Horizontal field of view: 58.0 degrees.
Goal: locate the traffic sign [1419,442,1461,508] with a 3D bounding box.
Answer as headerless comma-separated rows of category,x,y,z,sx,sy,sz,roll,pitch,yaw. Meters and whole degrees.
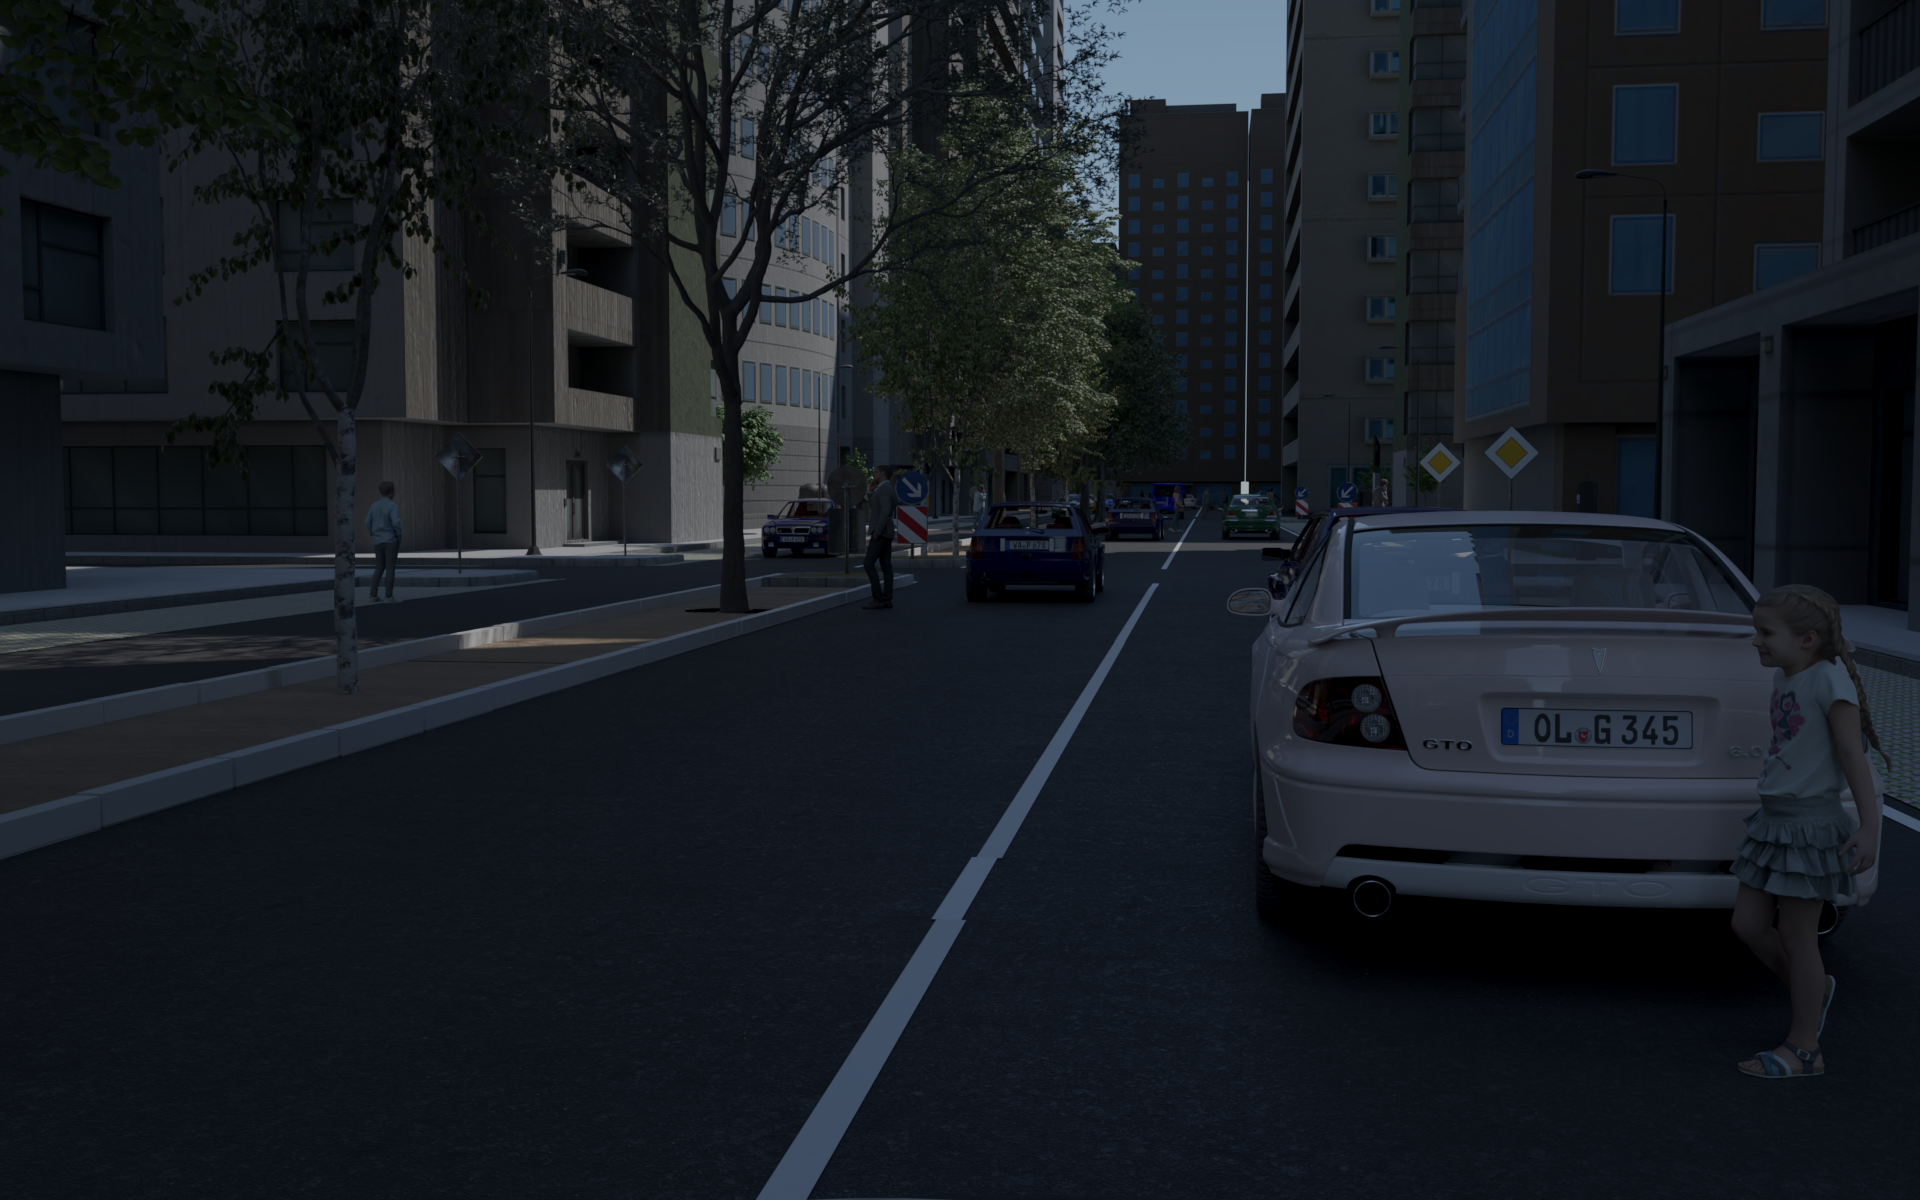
traffic sign,9.250,-1.822,33.439,0.795,2.450,0.064,1,4,8

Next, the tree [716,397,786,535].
tree,-7.160,-4.350,54.842,4.285,4.588,4.351,0,3,0

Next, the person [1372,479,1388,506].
person,11.576,-2.406,47.644,0.447,1.846,0.655,-1,4,-10

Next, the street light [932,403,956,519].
street light,-0.737,-7.122,88.984,1.470,5.913,1.316,1,4,8

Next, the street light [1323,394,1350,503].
street light,17.557,-6.611,80.633,1.470,5.913,1.316,1,4,8

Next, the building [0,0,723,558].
building,-14.710,-16.583,42.841,14.160,30.474,14.107,1,4,8

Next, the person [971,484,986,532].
person,0.698,-3.448,65.132,0.793,1.790,0.793,2,4,30

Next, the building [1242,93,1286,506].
building,39.844,-33.404,196.266,14.200,45.320,14.600,1,4,8

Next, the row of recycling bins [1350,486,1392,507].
row of recycling bins,20.424,-4.701,83.973,3.534,1.692,1.069,2,4,35

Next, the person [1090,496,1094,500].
person,8.825,-6.838,120.827,1.217,1.766,0.721,-1,4,-21

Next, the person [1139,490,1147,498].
person,16.980,-9.319,160.873,0.705,1.822,1.348,-3,5,-39

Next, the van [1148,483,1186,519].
van,12.116,-5.914,101.071,2.240,2.365,5.245,0,4,6

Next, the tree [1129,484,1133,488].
tree,7.881,-8.679,94.727,4.737,8.622,4.395,0,3,0

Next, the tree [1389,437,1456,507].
tree,15.871,-3.953,59.231,1.663,3.219,1.824,0,3,0

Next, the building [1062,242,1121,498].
building,11.517,-26.245,200.800,14.107,30.474,14.160,1,4,8

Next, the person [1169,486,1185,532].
person,8.190,-3.457,65.610,0.643,1.750,0.593,-1,4,-8

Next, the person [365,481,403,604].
person,-7.513,-0.758,22.704,0.589,1.601,0.330,2,4,33

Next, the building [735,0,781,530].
building,-15.884,-32.389,71.559,21.231,58.520,28.212,1,4,8

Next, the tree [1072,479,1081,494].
tree,12.640,-11.778,187.165,1.663,3.219,1.824,0,3,0

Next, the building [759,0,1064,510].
building,-3.862,-38.756,175.651,28.212,58.520,21.231,1,4,8

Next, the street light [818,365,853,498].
street light,-4.548,-5.503,62.516,1.470,5.913,1.316,1,4,8

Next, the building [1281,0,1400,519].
building,29.117,-28.821,94.927,21.300,48.544,21.600,1,4,8

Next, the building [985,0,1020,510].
building,-7.495,-30.525,122.783,21.300,48.544,21.600,1,4,8

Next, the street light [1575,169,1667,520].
street light,9.502,-3.201,24.883,1.470,5.913,1.316,1,4,8

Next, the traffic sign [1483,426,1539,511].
traffic sign,8.109,-1.339,25.536,0.795,2.450,0.064,1,4,8

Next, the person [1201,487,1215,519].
person,13.993,-5.470,98.063,0.853,1.813,0.709,2,4,32

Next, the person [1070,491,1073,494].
person,7.407,-6.472,115.038,1.217,1.743,0.721,1,4,10

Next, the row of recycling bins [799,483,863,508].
row of recycling bins,-5.106,-3.620,66.299,1.069,1.692,3.534,2,4,25

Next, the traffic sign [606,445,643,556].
traffic sign,-6.925,-1.966,35.785,0.795,2.450,0.064,1,4,8

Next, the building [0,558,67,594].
building,-18.483,-15.204,20.292,14.107,30.474,14.160,1,4,8

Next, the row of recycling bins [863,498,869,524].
row of recycling bins,-3.955,-4.260,76.769,1.069,1.692,3.534,1,4,11

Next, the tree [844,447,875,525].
tree,-4.349,-4.676,71.056,1.663,3.219,1.824,0,3,0

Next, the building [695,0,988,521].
building,-6.215,-20.106,100.431,14.160,30.474,14.107,1,4,8

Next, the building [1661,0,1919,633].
building,18.891,-35.079,11.799,20.563,71.187,20.611,1,4,8

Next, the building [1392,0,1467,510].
building,24.070,-18.099,67.619,14.160,30.474,14.107,1,4,8

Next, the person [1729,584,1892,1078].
person,2.125,0.568,4.232,0.382,1.210,0.505,0,4,-4

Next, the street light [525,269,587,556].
street light,-8.381,-3.879,35.965,1.470,5.913,1.316,1,4,8

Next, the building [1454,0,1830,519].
building,19.623,-23.778,38.875,14.200,45.320,14.600,1,4,8

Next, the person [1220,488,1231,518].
person,15.843,-5.794,103.582,0.721,1.781,0.623,0,4,-7

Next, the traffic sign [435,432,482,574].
traffic sign,-8.065,-1.483,27.882,0.795,2.450,0.064,1,4,8

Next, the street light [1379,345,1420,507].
street light,13.772,-4.994,54.192,1.470,5.913,1.316,1,4,8

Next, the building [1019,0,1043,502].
building,-4.759,-32.356,148.622,23.786,49.044,30.456,1,4,8

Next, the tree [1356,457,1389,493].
tree,18.755,-5.133,78.531,1.663,3.219,1.824,0,3,0

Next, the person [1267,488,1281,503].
person,20.076,-6.299,111.590,1.348,1.812,0.705,2,4,28

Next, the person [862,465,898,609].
person,-1.014,-0.798,21.726,0.473,1.802,0.592,1,4,21

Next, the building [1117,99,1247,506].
building,25.671,-33.592,199.332,14.200,45.320,14.600,1,4,8
